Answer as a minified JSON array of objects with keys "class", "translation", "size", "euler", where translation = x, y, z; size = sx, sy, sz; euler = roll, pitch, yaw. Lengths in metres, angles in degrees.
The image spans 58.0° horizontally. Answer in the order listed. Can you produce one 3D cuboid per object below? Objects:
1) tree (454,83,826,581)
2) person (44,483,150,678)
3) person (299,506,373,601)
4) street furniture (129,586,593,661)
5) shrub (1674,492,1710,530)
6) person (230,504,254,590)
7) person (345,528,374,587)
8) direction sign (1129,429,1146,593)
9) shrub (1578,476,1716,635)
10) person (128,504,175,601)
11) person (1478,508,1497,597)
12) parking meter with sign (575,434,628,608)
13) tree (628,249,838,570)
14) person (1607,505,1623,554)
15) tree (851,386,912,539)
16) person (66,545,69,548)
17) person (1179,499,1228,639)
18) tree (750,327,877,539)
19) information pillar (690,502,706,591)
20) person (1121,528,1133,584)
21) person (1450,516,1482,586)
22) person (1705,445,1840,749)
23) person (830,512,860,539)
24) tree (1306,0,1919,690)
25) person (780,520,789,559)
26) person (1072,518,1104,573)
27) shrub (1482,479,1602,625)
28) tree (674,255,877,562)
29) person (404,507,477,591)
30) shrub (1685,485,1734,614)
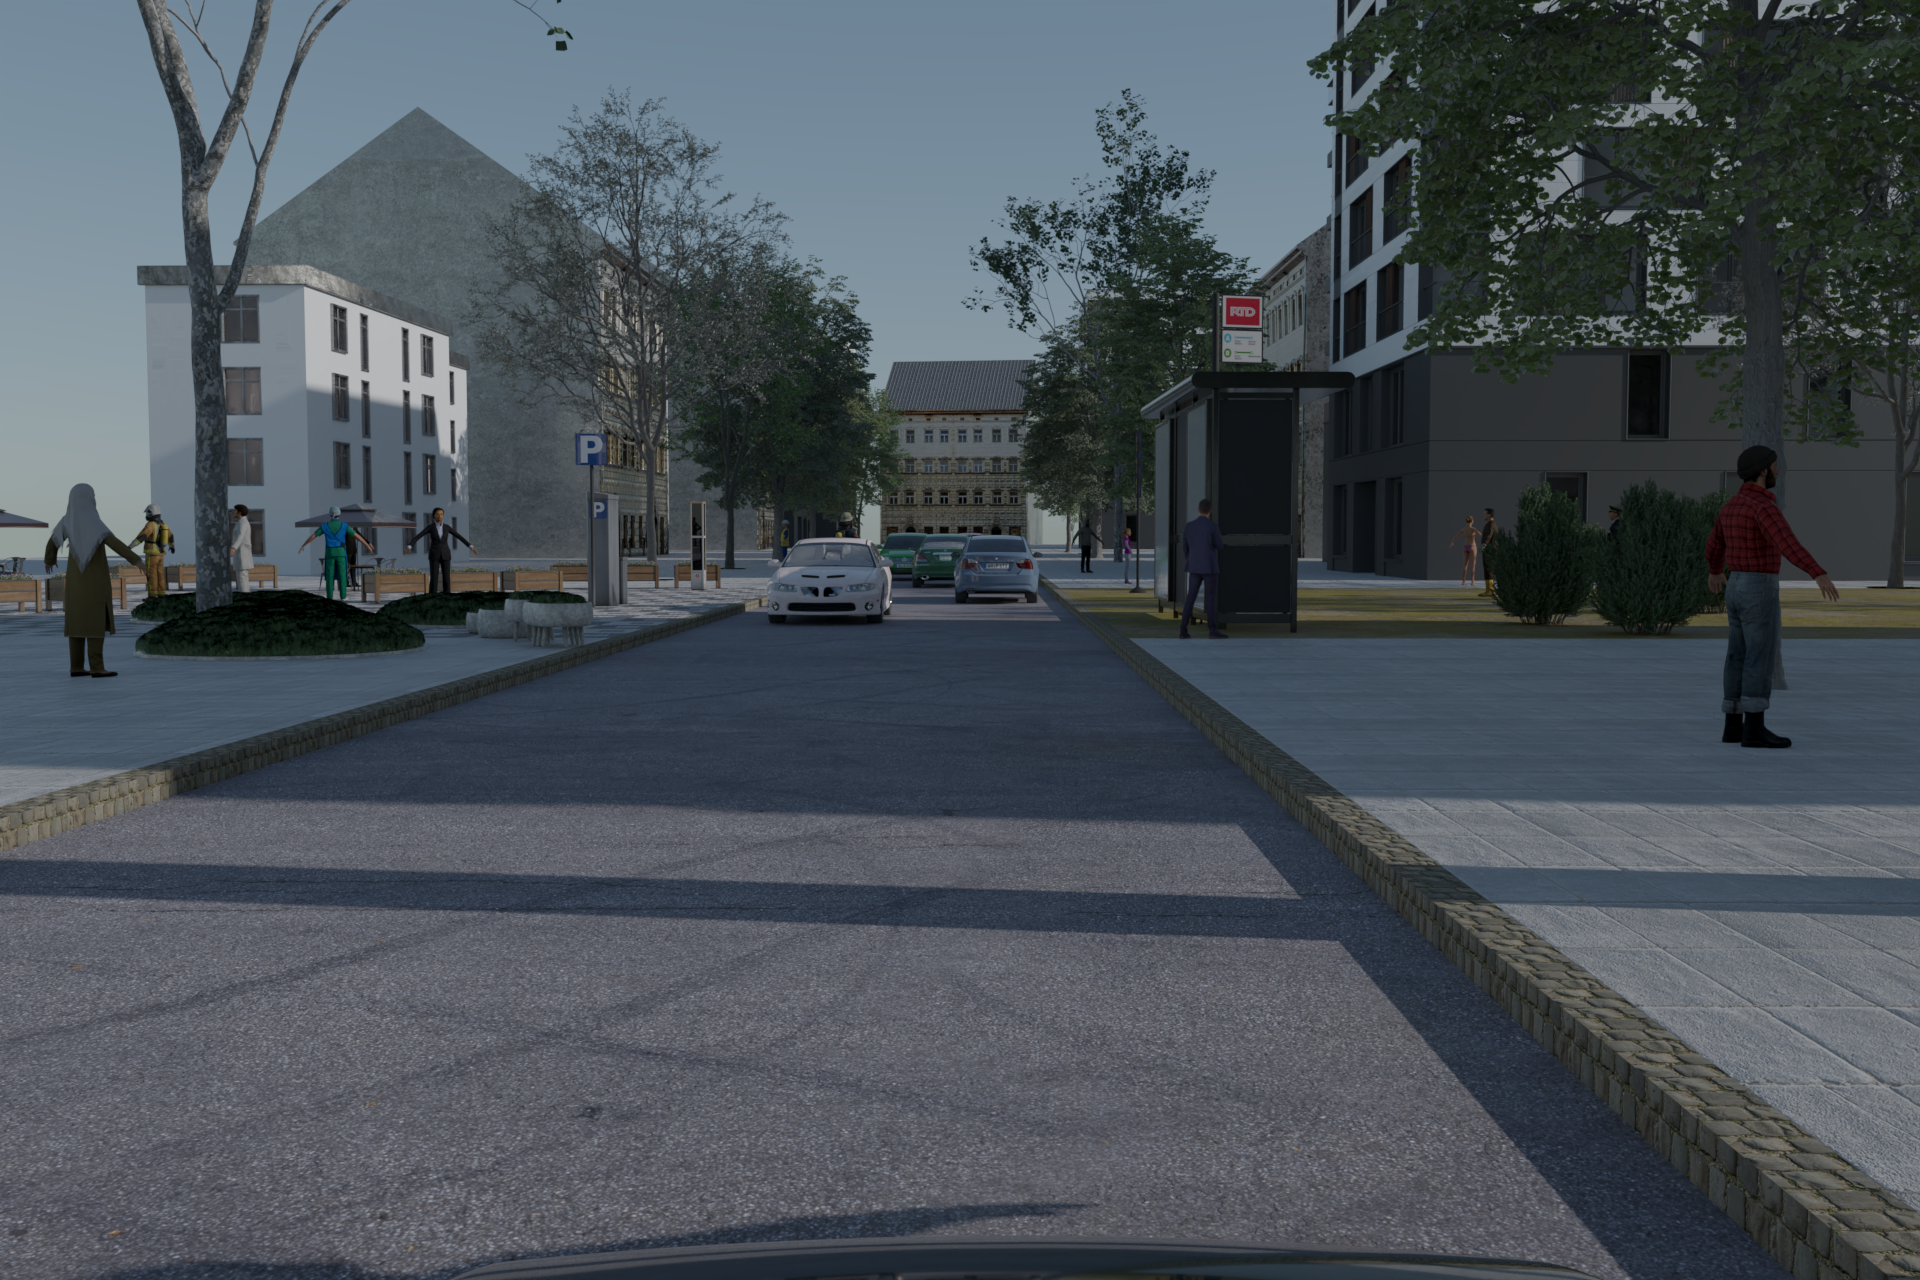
[{"class":"tree","translation":[-8.589,-8.391,47.557],"size":[12.009,13.543,11.850],"euler":[0,3,0]},{"class":"person","translation":[-7.790,-0.539,15.587],"size":[1.217,1.736,0.721],"euler":[1,4,22]},{"class":"person","translation":[-12.005,-1.662,33.304],"size":[1.347,1.817,0.704],"euler":[-1,4,-17]},{"class":"street furniture","translation":[-7.933,-0.423,22.540],"size":[5.734,0.657,10.072],"euler":[-1,4,-22]},{"class":"shrub","translation":[12.833,-1.599,30.560],"size":[1.690,2.028,1.600],"euler":[0,3,0]},{"class":"person","translation":[-12.684,-1.488,30.517],"size":[0.705,1.806,1.347],"euler":[-1,4,-16]},{"class":"person","translation":[-14.700,-2.177,41.780],"size":[0.705,1.806,1.347],"euler":[2,4,24]},{"class":"direction sign","translation":[3.880,-2.795,37.700],"size":[0.379,3.537,0.876],"euler":[0,4,-1]},{"class":"shrub","translation":[8.809,-1.088,22.200],"size":[1.690,2.028,1.600],"euler":[0,3,0]},{"class":"person","translation":[-15.333,-1.660,32.915],"size":[0.705,1.858,1.354],"euler":[1,4,13]},{"class":"person","translation":[10.818,-1.798,35.543],"size":[0.704,1.812,1.346],"euler":[1,4,21]},{"class":"parking meter with sign","translation":[-6.351,-2.120,30.928],"size":[0.543,3.016,1.738],"euler":[0,4,3]},{"class":"tree","translation":[-8.317,-8.374,62.663],"size":[9.928,11.665,9.643],"euler":[0,3,0]},{"class":"person","translation":[12.718,-1.699,33.722],"size":[0.705,1.837,1.347],"euler":[1,4,20]},{"class":"tree","translation":[-7.240,-11.990,121.799],"size":[9.928,11.665,9.643],"euler":[0,3,0]},{"class":"person","translation":[-23.905,-2.542,47.700],"size":[0.704,1.843,1.345],"euler":[2,4,33]},{"class":"person","translation":[2.983,-0.871,21.212],"size":[0.530,1.710,0.541],"euler":[-3,5,-42]},{"class":"tree","translation":[-8.226,-10.816,94.965],"size":[7.486,12.596,7.792],"euler":[0,3,0]},{"class":"information pillar","translation":[-5.951,-2.133,39.372],"size":[0.304,2.012,0.304],"euler":[0,4,2]},{"class":"person","translation":[4.380,-2.165,44.665],"size":[0.599,1.433,0.991],"euler":[0,4,3]},{"class":"person","translation":[12.734,-2.224,43.160],"size":[0.721,1.733,1.217],"euler":[-3,5,-44]},{"class":"person","translation":[4.840,-0.269,10.499],"size":[0.704,1.816,1.345],"euler":[0,4,-4]},{"class":"person","translation":[-2.203,-1.569,33.889],"size":[1.354,1.856,0.705],"euler":[2,4,35]},{"class":"tree","translation":[6.293,-5.865,14.014],"size":[7.486,12.596,7.792],"euler":[0,3,0]},{"class":"person","translation":[-6.166,-3.292,60.282],"size":[0.721,1.772,1.216],"euler":[-1,4,-9]},{"class":"person","translation":[4.189,-3.130,57.299],"size":[1.348,1.813,0.705],"euler":[-2,4,-35]},{"class":"shrub","translation":[8.292,-1.260,24.649],"size":[1.661,2.075,1.752],"euler":[0,3,0]},{"class":"tree","translation":[-8.462,-10.574,79.538],"size":[9.857,13.997,8.962],"euler":[0,3,0]},{"class":"person","translation":[-8.897,-1.403,29.665],"size":[1.216,1.740,0.721],"euler":[-2,4,-28]},{"class":"shrub","translation":[12.290,-1.473,28.119],"size":[1.661,2.075,1.752],"euler":[0,3,0]}]
